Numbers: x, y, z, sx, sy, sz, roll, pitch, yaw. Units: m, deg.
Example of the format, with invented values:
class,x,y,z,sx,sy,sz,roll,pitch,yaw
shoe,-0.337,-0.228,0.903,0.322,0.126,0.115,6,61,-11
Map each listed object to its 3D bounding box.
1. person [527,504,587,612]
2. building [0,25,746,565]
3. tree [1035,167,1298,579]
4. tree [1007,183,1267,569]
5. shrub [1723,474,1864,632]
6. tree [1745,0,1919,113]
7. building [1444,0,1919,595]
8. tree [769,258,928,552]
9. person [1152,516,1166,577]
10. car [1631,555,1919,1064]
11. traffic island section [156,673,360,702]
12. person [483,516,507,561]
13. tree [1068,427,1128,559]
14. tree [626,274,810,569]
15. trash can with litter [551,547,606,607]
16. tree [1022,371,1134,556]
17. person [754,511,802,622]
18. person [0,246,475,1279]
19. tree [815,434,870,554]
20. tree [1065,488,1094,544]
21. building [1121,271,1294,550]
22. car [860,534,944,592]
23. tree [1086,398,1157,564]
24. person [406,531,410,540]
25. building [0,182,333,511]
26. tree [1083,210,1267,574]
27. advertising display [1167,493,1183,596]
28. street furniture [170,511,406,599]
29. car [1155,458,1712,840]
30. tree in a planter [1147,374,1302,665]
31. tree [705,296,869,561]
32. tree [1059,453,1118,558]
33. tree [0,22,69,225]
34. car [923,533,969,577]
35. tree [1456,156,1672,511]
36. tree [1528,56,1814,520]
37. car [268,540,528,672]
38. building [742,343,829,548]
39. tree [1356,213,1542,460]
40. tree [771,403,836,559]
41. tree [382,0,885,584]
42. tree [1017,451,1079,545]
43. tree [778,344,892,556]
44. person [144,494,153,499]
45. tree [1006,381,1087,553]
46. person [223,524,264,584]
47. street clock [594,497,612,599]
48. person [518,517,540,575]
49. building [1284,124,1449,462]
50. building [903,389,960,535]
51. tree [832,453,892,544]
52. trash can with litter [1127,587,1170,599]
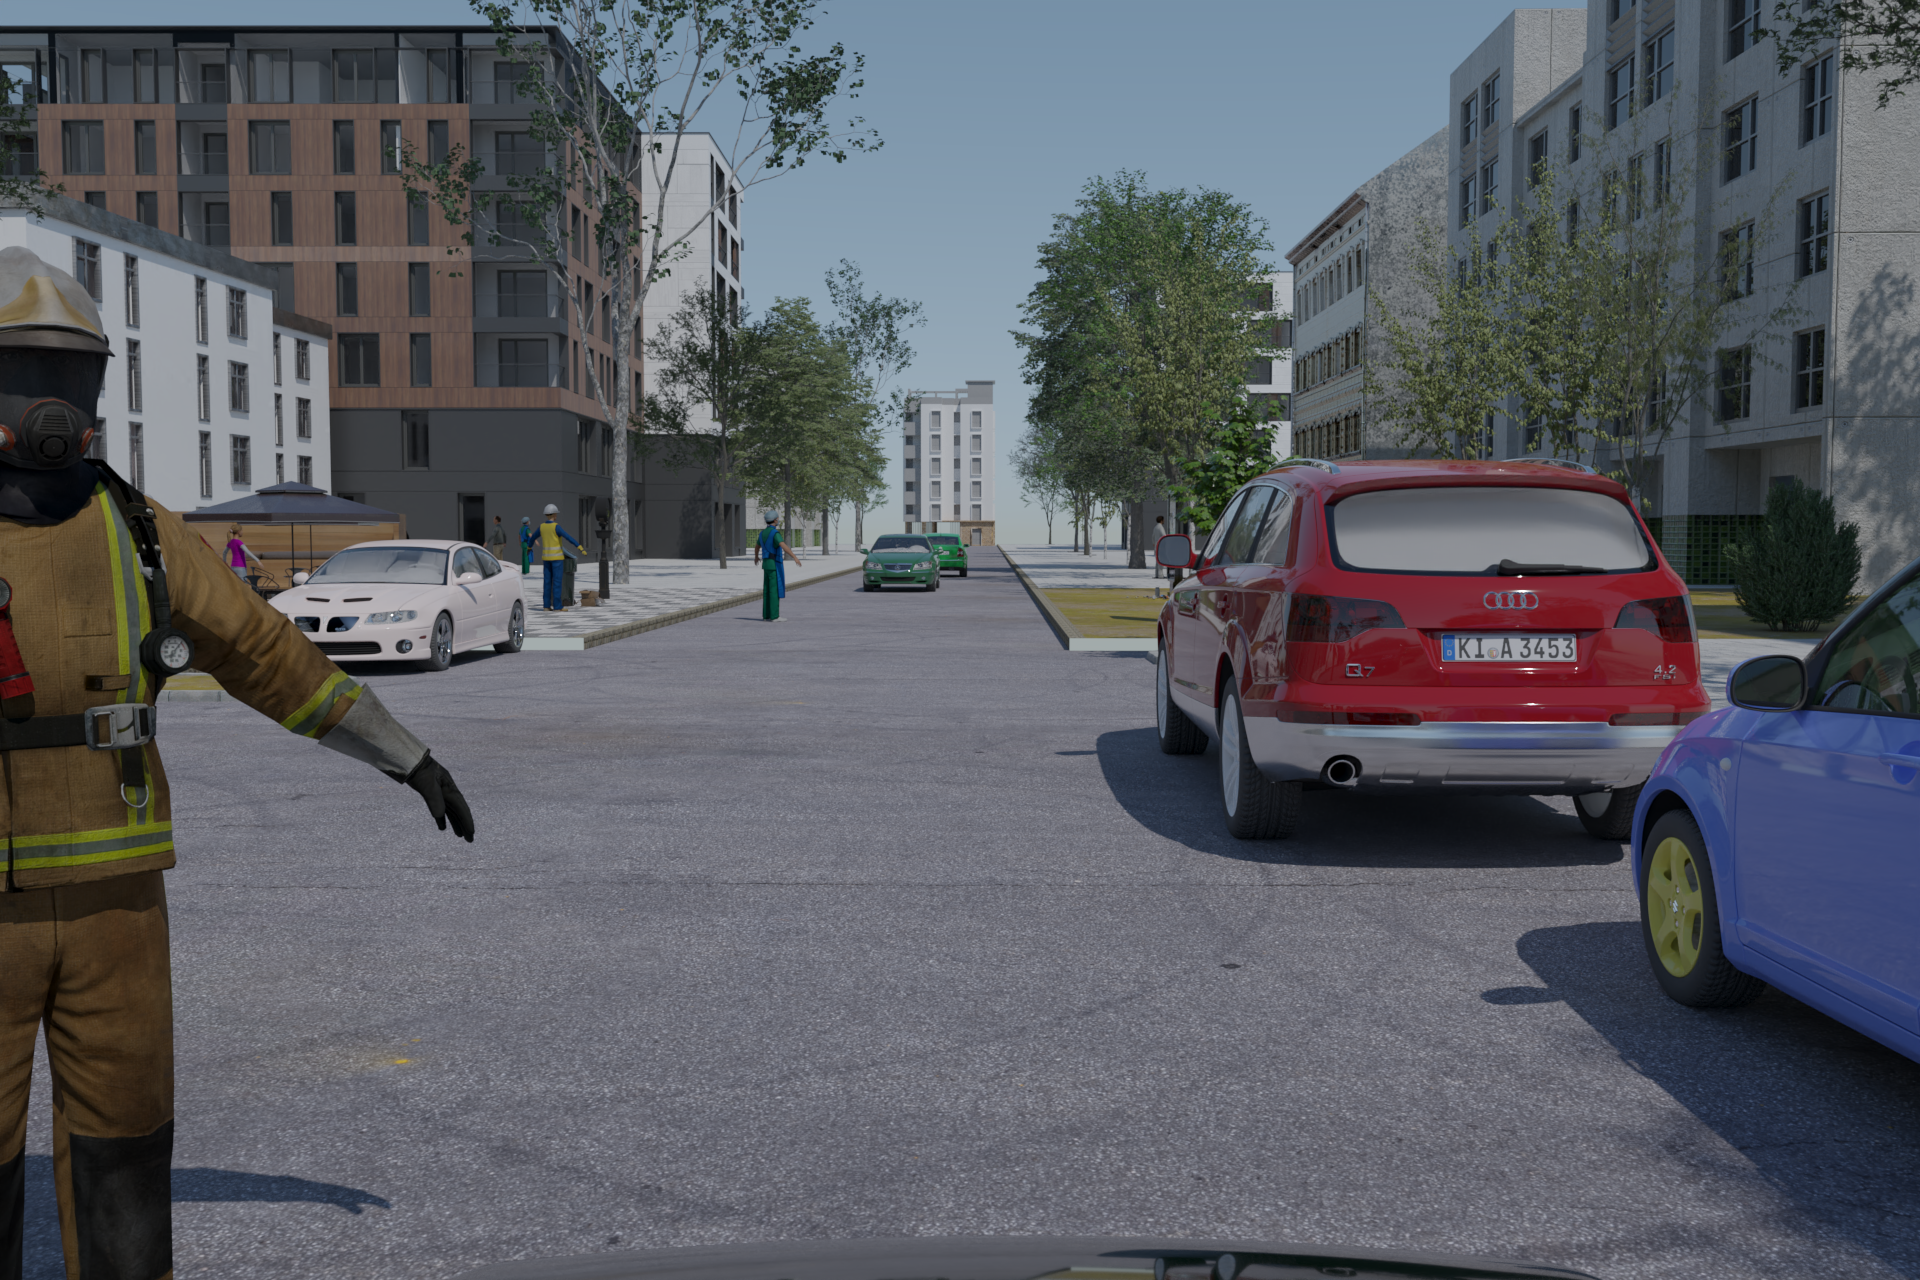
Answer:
class,x,y,z,sx,sy,sz,roll,pitch,yaw
person,-6.700,-1.359,28.691,1.216,1.772,0.721,2,4,26
building,-26.667,-14.819,86.271,27.936,21.610,32.646,0,3,0
tree,6.006,-7.559,49.353,9.928,11.665,9.643,0,3,0
tree,6.607,-9.586,63.391,9.857,13.997,8.962,0,3,0
shrub,11.028,-1.155,22.923,1.661,2.075,1.752,0,3,0
tree,8.924,-4.657,10.560,7.601,10.594,8.767,-2,4,-25
building,26.833,-11.301,51.225,16.747,18.905,31.486,0,4,1
tree,-8.290,-16.271,121.912,12.611,20.169,13.585,0,3,0
person,5.779,-2.666,49.781,0.705,1.806,1.347,-1,4,-16
car,2.985,0.332,4.159,1.945,1.707,3.694,0,4,1
traffic island section,-6.642,0.432,15.802,1.991,0.108,1.994,0,4,1
person,-13.117,-2.618,49.080,0.705,1.796,1.348,1,4,10
tree,7.457,-8.422,88.066,4.360,8.622,3.978,0,3,0
tree,-8.979,-7.873,63.142,7.601,10.594,8.767,-3,4,-38
trash can with litter,-6.832,-1.183,30.721,1.055,1.170,0.624,0,4,2
tree,7.579,-10.893,103.862,9.928,11.665,9.643,0,3,0
person,-3.046,-1.209,28.346,0.704,1.817,1.347,-3,4,-38
person,-1.390,0.343,2.612,0.705,1.858,1.354,3,5,44
tree,-8.047,-9.848,111.385,4.360,8.622,3.978,0,3,0
tree,15.284,-16.394,218.396,4.737,8.622,4.395,0,3,0
building,27.899,-18.784,151.087,27.936,21.610,32.646,0,4,1
car,-1.468,-1.999,44.483,2.131,1.459,4.920,0,4,1
tree,7.134,-7.505,73.064,4.737,8.622,4.395,0,3,0
person,-17.962,-3.026,55.407,0.705,1.837,1.347,1,4,17
building,-26.336,-6.941,55.633,9.099,9.664,28.070,0,4,2
tree,4.984,-5.396,38.593,4.737,8.622,4.395,0,3,0
advertising display,3.147,-1.231,25.334,0.123,1.923,0.974,0,4,1
street furniture,-15.685,-1.887,37.702,11.010,1.723,9.812,-1,4,-13
car,2.293,-0.060,9.654,2.281,1.827,5.304,0,4,1
tree in a planter,3.134,-1.356,19.389,1.991,3.239,1.994,0,3,0
tree,-8.192,-10.055,82.528,7.486,12.596,7.792,0,3,0
tree,7.267,-8.836,94.832,4.737,8.622,4.395,0,3,0
tree,-12.619,-5.006,16.263,8.767,10.594,7.601,0,4,-7
car,-0.647,-3.062,58.862,1.959,1.807,4.718,0,4,0
tree,11.839,-5.100,33.746,4.737,8.622,4.395,0,3,0
tree,10.623,-4.730,27.706,4.360,8.622,3.978,0,3,0
car,-6.276,-0.441,19.580,2.083,1.381,4.827,0,4,1
building,-23.161,-18.756,173.118,16.747,18.905,31.486,0,4,2
tree,11.226,-5.427,39.093,4.737,8.622,4.395,0,3,0
tree,-8.185,-8.561,90.340,4.737,8.622,4.395,0,3,0
tree,-8.337,-11.575,45.148,12.611,20.169,13.585,0,3,0
tree,10.903,-17.472,211.415,9.928,11.665,9.643,0,3,0
tree,-7.929,-11.289,102.705,7.486,12.596,7.792,0,3,0
person,-11.417,-1.127,24.279,0.705,1.847,1.347,0,4,7
tree,8.249,-12.865,120.719,12.009,13.543,11.850,0,3,0
person,-10.959,-1.050,26.436,0.991,1.433,0.599,2,4,34
street clock,-7.019,-1.807,34.109,0.358,2.002,0.471,0,4,0
person,-13.609,-2.957,54.470,0.704,1.817,1.347,-3,4,-39
building,27.226,-15.546,85.112,19.493,23.208,18.063,0,4,1
building,-6.759,-21.945,217.674,11.380,20.090,16.016,0,4,5
tree,-12.331,-17.610,213.678,9.928,11.665,9.643,0,3,0
trash can with litter,4.196,-1.407,34.066,1.678,1.210,2.233,0,4,0
